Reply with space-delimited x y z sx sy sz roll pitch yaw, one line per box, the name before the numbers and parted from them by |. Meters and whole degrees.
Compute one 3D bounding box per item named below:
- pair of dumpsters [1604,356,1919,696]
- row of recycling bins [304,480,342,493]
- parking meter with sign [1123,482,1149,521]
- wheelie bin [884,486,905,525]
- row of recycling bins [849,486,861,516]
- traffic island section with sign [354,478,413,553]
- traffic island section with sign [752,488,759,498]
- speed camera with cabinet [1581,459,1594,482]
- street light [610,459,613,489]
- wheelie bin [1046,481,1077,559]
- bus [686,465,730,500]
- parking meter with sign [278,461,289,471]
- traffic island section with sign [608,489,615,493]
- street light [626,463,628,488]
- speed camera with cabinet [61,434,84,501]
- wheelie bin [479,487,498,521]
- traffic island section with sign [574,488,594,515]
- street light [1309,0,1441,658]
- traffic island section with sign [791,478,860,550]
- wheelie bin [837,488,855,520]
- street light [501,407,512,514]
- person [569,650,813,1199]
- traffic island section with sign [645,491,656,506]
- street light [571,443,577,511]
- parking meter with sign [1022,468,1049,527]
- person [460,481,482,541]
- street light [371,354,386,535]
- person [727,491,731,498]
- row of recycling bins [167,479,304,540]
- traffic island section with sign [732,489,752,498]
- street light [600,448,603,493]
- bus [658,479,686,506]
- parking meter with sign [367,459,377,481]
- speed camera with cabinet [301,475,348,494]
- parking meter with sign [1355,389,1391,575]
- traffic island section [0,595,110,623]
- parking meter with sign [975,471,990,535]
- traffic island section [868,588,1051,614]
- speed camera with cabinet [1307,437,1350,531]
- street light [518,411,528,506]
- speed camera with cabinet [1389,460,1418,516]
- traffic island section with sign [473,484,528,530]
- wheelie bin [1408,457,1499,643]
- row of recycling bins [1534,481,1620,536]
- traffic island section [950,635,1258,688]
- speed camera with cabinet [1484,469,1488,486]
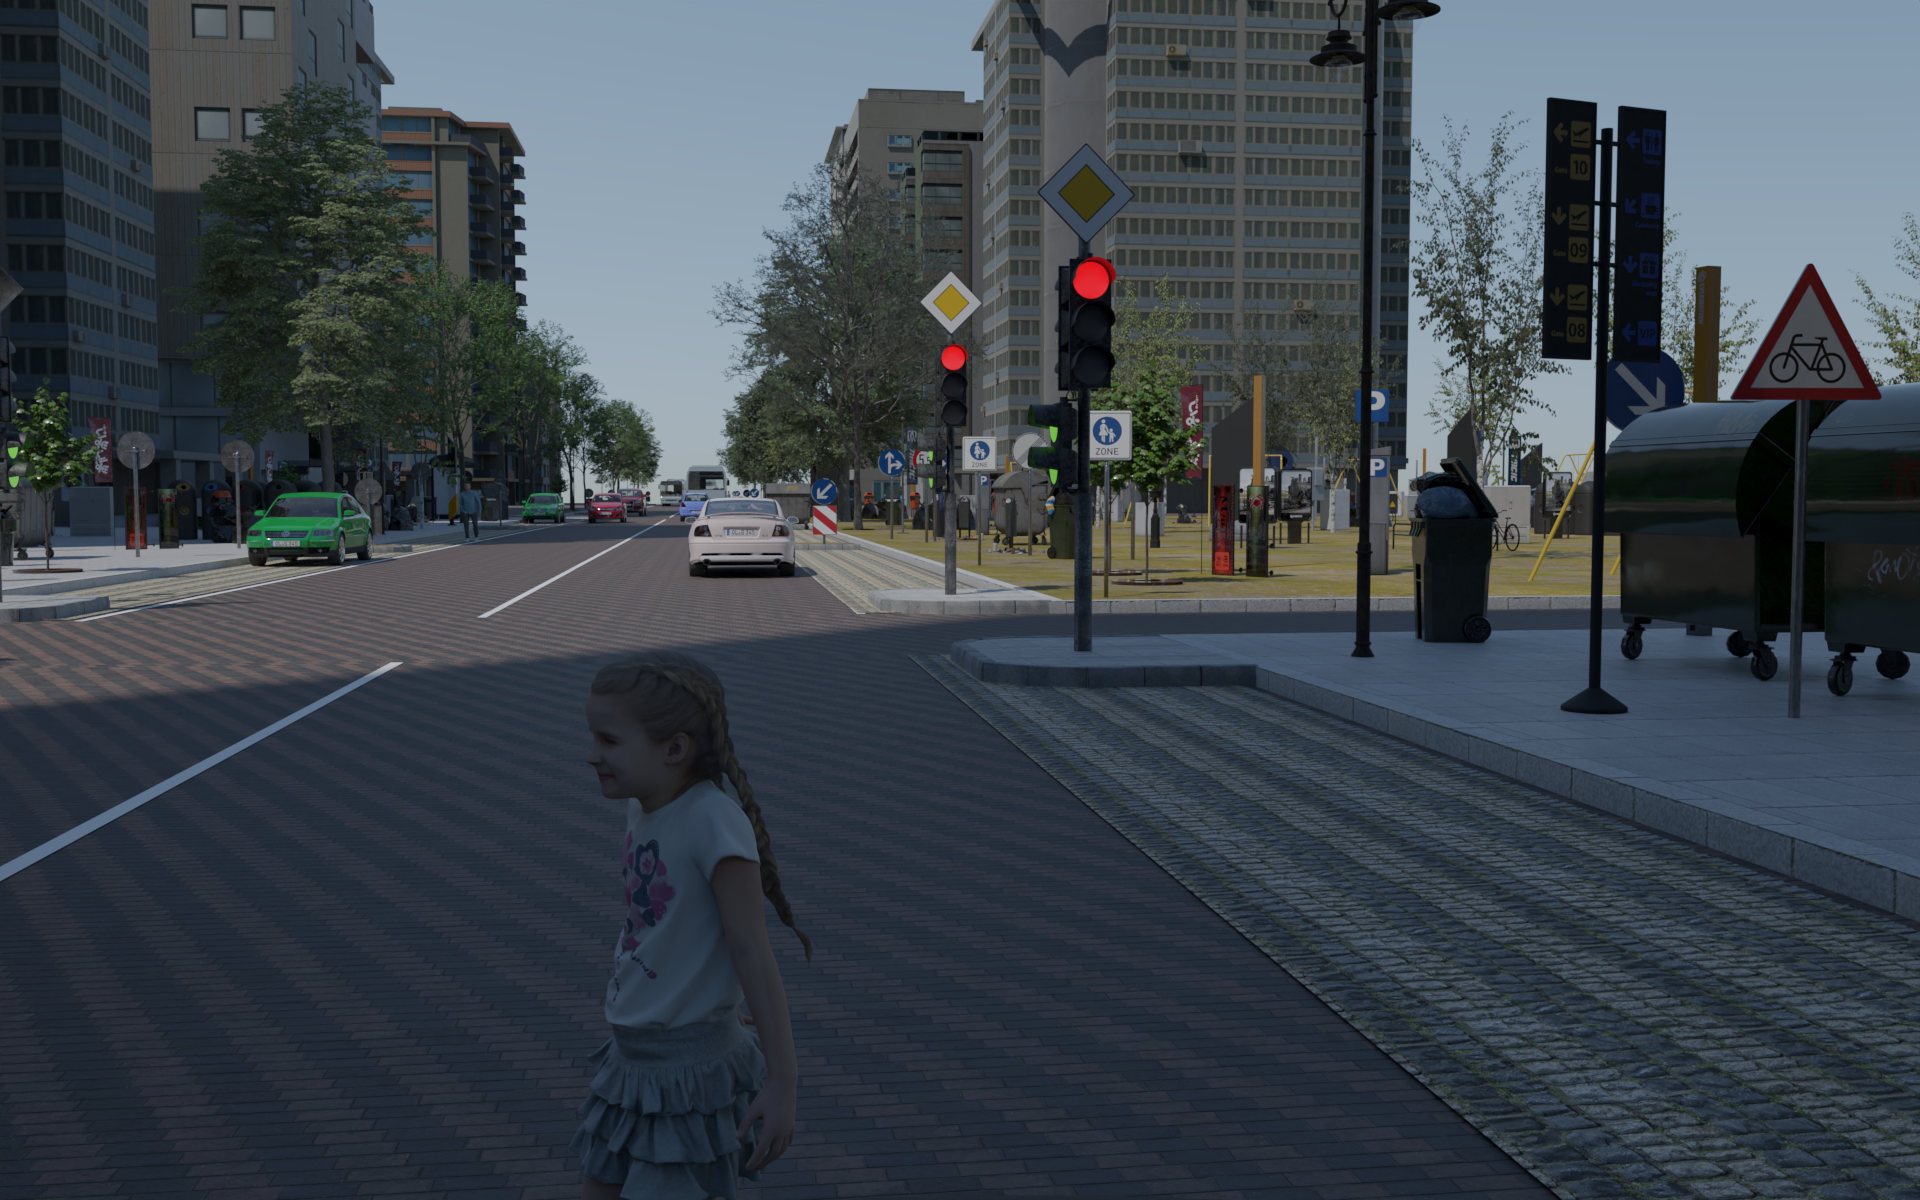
pair of dumpsters | 6.029 -0.549 11.465 1.574 2.255 4.437 -1 4 -8
row of recycling bins | -19.817 -2.719 51.572 1.069 1.692 3.534 2 4 26
parking meter with sign | 8.224 -5.273 82.476 1.738 3.016 0.543 -1 4 -23
wheelie bin | -2.677 -3.852 70.881 0.980 1.594 0.693 2 4 24
row of recycling bins | -5.789 -5.251 92.967 1.069 1.692 3.534 0 4 -3
traffic island section with sign | -14.581 -2.077 42.588 1.989 1.847 2.006 0 4 -8
traffic island section with sign | -7.455 -3.839 71.400 1.989 1.847 2.006 0 4 -8
speed camera with cabinet | 26.072 -4.716 71.443 0.660 3.252 2.038 2 4 28
street light | -36.017 -12.595 178.719 0.468 5.910 1.993 0 4 -8
wheelie bin | 2.172 -1.611 34.254 0.980 1.594 0.693 -3 4 -38
bus | -17.084 -7.488 117.281 2.948 3.499 13.247 0 4 -8
parking meter with sign | -35.594 -5.855 91.989 0.543 3.016 1.738 0 4 -1
traffic island section with sign | -29.331 -8.408 146.093 1.989 1.847 2.006 0 4 -8
street light | -40.963 -14.703 213.184 0.468 5.910 1.993 0 4 -8
speed camera with cabinet | -29.708 -3.800 56.464 2.038 3.252 0.660 -2 4 -31
wheelie bin | -22.304 -4.523 81.862 0.980 1.594 0.693 -3 5 -41
traffic island section with sign | -25.534 -6.775 119.406 1.989 1.847 2.006 0 4 -8
street light | 3.179 -2.490 13.496 0.468 5.910 1.993 0 4 -8
traffic island section with sign | -3.654 -2.207 44.713 1.989 1.847 2.006 0 4 -8
wheelie bin | -5.614 -4.710 84.910 0.980 1.594 0.693 -2 4 -29
street light | -23.303 -7.109 89.026 0.468 5.910 1.993 0 4 -8
person | -0.341 0.675 2.485 0.382 1.210 0.505 -3 4 -38
traffic island section with sign | -40.983 -13.415 227.960 1.989 1.847 2.006 0 4 -8
street light | -29.191 -9.668 130.856 0.468 5.910 1.993 0 4 -8
parking meter with sign | 3.022 -4.293 66.458 1.738 3.016 0.543 -3 4 -38
person | -14.775 -2.679 52.315 0.660 1.820 0.620 0 4 -8
street light | -18.283 -5.008 54.673 0.468 5.910 1.993 0 4 -8
person | -27.305 -11.978 204.328 0.705 1.826 1.348 -2 4 -32
row of recycling bins | -20.556 -2.550 48.813 3.534 1.692 1.069 0 4 -1
traffic island section with sign | -18.202 -8.461 146.964 1.989 1.847 2.006 0 4 -8
street light | -34.042 -11.733 164.620 0.468 5.910 1.993 0 4 -8
bus | -34.008 -12.904 205.842 2.948 3.499 13.247 0 4 -6
parking meter with sign | -28.703 -5.390 84.389 0.543 3.016 1.738 -2 4 -29
speed camera with cabinet | -30.366 -5.407 82.742 2.038 3.252 0.660 -3 4 -37
parking meter with sign | 6.703 -1.944 28.046 0.543 3.016 1.738 1 4 10
traffic island section | -11.425 0.110 20.485 2.009 0.180 2.903 0 4 -8
parking meter with sign | 0.685 -3.569 54.621 0.543 3.016 1.738 0 4 -3
traffic island section | -0.097 0.012 22.087 2.009 0.180 2.903 0 4 -8
speed camera with cabinet | 12.847 -4.074 60.950 2.038 3.252 0.660 -3 4 -37
street light | -24.258 -7.558 96.362 0.468 5.910 1.993 0 4 -8
speed camera with cabinet | 25.816 -6.508 100.737 2.038 3.252 0.660 2 4 32
traffic island section with sign | -18.403 -3.719 69.436 1.989 1.847 2.006 0 4 -8
wheelie bin | 4.283 -0.441 15.124 0.693 1.594 0.980 0 4 3
row of recycling bins | 19.486 -2.890 54.362 1.069 1.692 3.534 -2 4 -29
traffic island section | 1.029 0.495 14.181 2.009 0.180 2.903 0 4 -8
speed camera with cabinet | 18.358 -4.026 60.156 2.038 3.252 0.660 -2 4 -33
